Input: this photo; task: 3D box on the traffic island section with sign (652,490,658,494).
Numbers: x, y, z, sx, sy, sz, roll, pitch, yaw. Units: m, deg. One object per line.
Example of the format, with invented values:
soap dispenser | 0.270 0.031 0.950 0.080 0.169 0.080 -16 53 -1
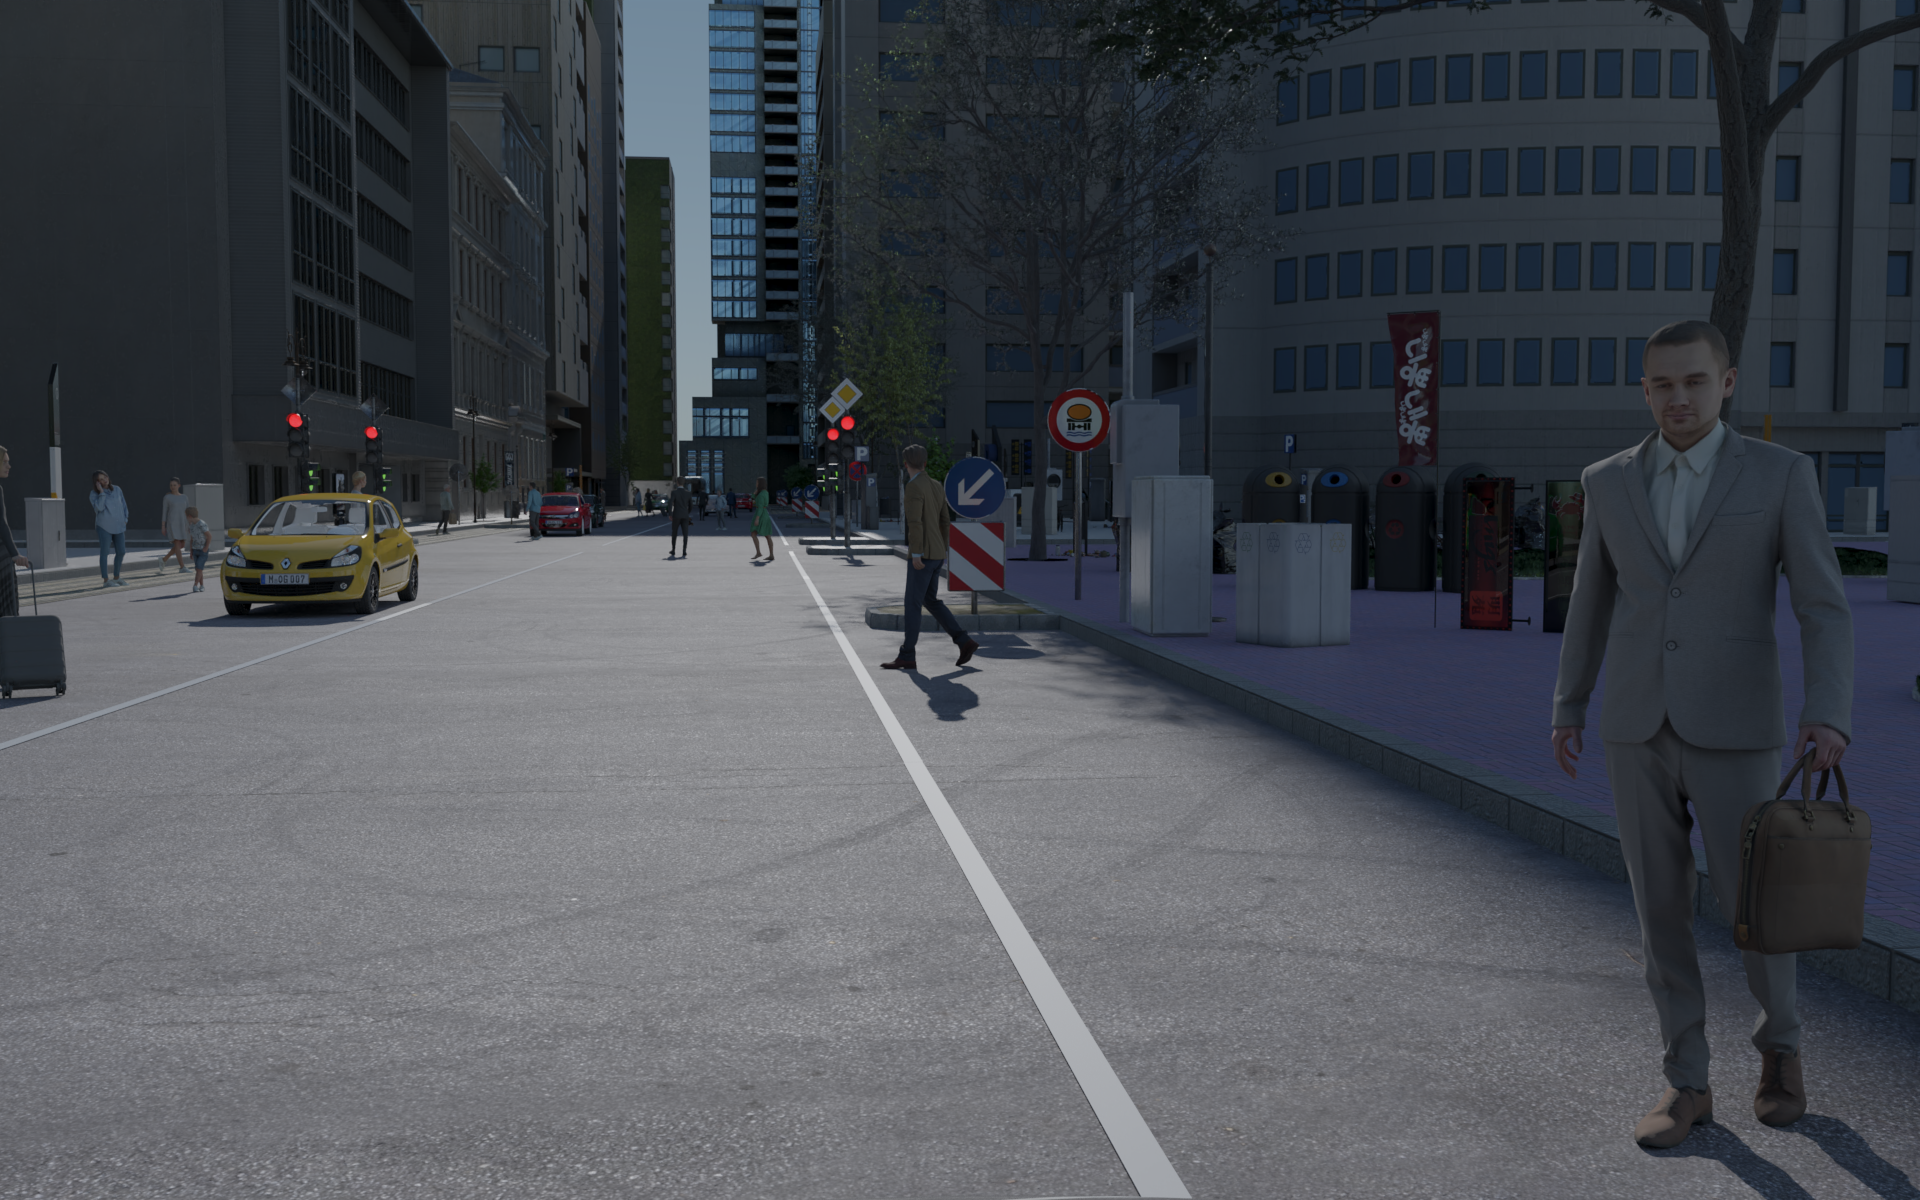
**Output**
traffic island section with sign | -31.006 -10.255 176.289 1.989 1.847 2.006 0 4 -7

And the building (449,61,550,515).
building | -33.513 -19.732 108.530 13.634 28.700 20.117 0 4 -7

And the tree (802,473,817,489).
tree | -13.851 -10.107 159.856 1.663 3.219 1.824 0 3 0

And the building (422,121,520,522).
building | -29.703 -15.429 88.426 11.583 22.565 21.152 0 4 -7

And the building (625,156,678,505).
building | -41.975 -32.325 212.106 14.086 41.232 14.154 0 4 -7

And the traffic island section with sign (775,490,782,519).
traffic island section with sign | -9.642 -5.655 101.092 1.989 1.847 2.006 0 4 -7

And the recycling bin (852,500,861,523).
recycling bin | -4.308 -3.874 75.902 0.722 1.027 0.722 -1 4 -20

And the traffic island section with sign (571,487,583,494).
traffic island section with sign | -22.046 -5.580 99.860 1.989 1.847 2.006 0 4 -7

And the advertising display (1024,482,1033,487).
advertising display | 3.597 -5.231 90.745 0.123 1.923 0.974 -1 4 -21

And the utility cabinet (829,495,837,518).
utility cabinet | -6.754 -4.964 92.327 0.306 1.237 1.020 -1 4 -11

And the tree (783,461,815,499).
tree | -16.081 -11.541 172.410 4.285 4.588 4.351 0 3 0

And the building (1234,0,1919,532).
building | 21.779 -31.929 64.036 28.212 58.520 21.231 0 4 -7

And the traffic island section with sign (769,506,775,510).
traffic island section with sign | -15.509 -8.721 151.208 1.989 1.847 2.006 0 4 -7

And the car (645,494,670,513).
car | -23.221 -7.440 133.447 2.131 1.459 4.920 0 4 -6

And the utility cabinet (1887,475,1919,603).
utility cabinet | 11.248 -0.698 20.094 0.318 1.500 1.173 0 4 -1

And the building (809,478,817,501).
building | -0.188 -30.408 189.053 32.217 40.220 23.993 0 4 -7

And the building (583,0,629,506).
building | -50.076 -39.268 184.031 28.212 58.520 21.231 0 4 -7

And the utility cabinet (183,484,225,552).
utility cabinet | -16.795 -1.821 38.451 0.318 1.500 1.173 0 4 5

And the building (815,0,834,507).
building | -2.688 -33.144 165.598 21.300 48.544 21.600 0 4 -7

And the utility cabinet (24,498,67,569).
utility cabinet | -15.854 -1.156 30.060 0.306 1.237 1.020 0 4 -7

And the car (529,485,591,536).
car | -13.913 -3.140 60.382 2.155 1.783 4.494 0 4 -7

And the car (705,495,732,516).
car | -15.855 -6.179 113.380 2.083 1.381 4.827 0 4 -6

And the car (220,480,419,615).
car | -7.981 -0.706 21.774 2.015 1.641 3.980 0 4 -7

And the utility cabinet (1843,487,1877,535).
utility cabinet | 28.184 -2.788 54.257 0.318 1.500 1.173 0 4 -7

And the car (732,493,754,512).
car | -17.442 -7.891 138.056 2.155 1.783 4.494 0 4 -8

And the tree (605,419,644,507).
tree | -32.752 -13.402 169.489 4.737 8.622 4.395 0 3 0

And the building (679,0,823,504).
building | -19.575 -55.375 218.053 31.000 86.520 22.319 0 4 -7

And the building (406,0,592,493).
building | -43.612 -33.306 133.799 28.713 52.752 27.495 0 4 -7

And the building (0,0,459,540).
building | -27.858 -14.865 62.111 14.314 24.678 30.058 0 4 -7

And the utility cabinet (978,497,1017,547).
utility cabinet | 0.834 -1.874 41.800 1.020 1.237 0.306 1 4 15

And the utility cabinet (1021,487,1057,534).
utility cabinet | 2.504 -2.811 54.641 1.173 1.500 0.318 3 4 38

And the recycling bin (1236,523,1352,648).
recycling bin | 2.855 -0.140 14.850 0.722 1.027 0.722 -2 4 -28

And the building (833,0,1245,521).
building | 2.832 -34.412 104.632 21.231 58.520 28.212 0 4 -7

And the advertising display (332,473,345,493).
advertising display | -18.836 -2.894 52.535 0.123 1.923 0.974 0 4 -4

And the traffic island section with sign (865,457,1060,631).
traffic island section with sign | -0.031 -0.641 19.105 1.989 1.847 2.006 0 4 -7

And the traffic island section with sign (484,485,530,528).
traffic island section with sign | -18.874 -3.930 72.884 1.989 1.847 2.006 0 4 -7

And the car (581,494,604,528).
car | -16.234 -3.927 73.994 2.009 1.686 4.222 0 4 -6

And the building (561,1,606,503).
building | -39.647 -30.907 155.439 14.600 45.320 14.200 0 4 -7

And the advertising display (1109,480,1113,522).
advertising display | 6.879 -4.504 78.848 0.123 1.923 0.974 0 4 2

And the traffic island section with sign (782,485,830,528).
traffic island section with sign | -6.491 -4.018 74.321 1.989 1.847 2.006 0 4 -7

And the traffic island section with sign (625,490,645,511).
traffic island section with sign | -27.871 -8.617 149.516 1.989 1.847 2.006 0 4 -7

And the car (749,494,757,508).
car | -19.393 -9.336 162.867 2.015 1.641 3.980 0 4 -7
